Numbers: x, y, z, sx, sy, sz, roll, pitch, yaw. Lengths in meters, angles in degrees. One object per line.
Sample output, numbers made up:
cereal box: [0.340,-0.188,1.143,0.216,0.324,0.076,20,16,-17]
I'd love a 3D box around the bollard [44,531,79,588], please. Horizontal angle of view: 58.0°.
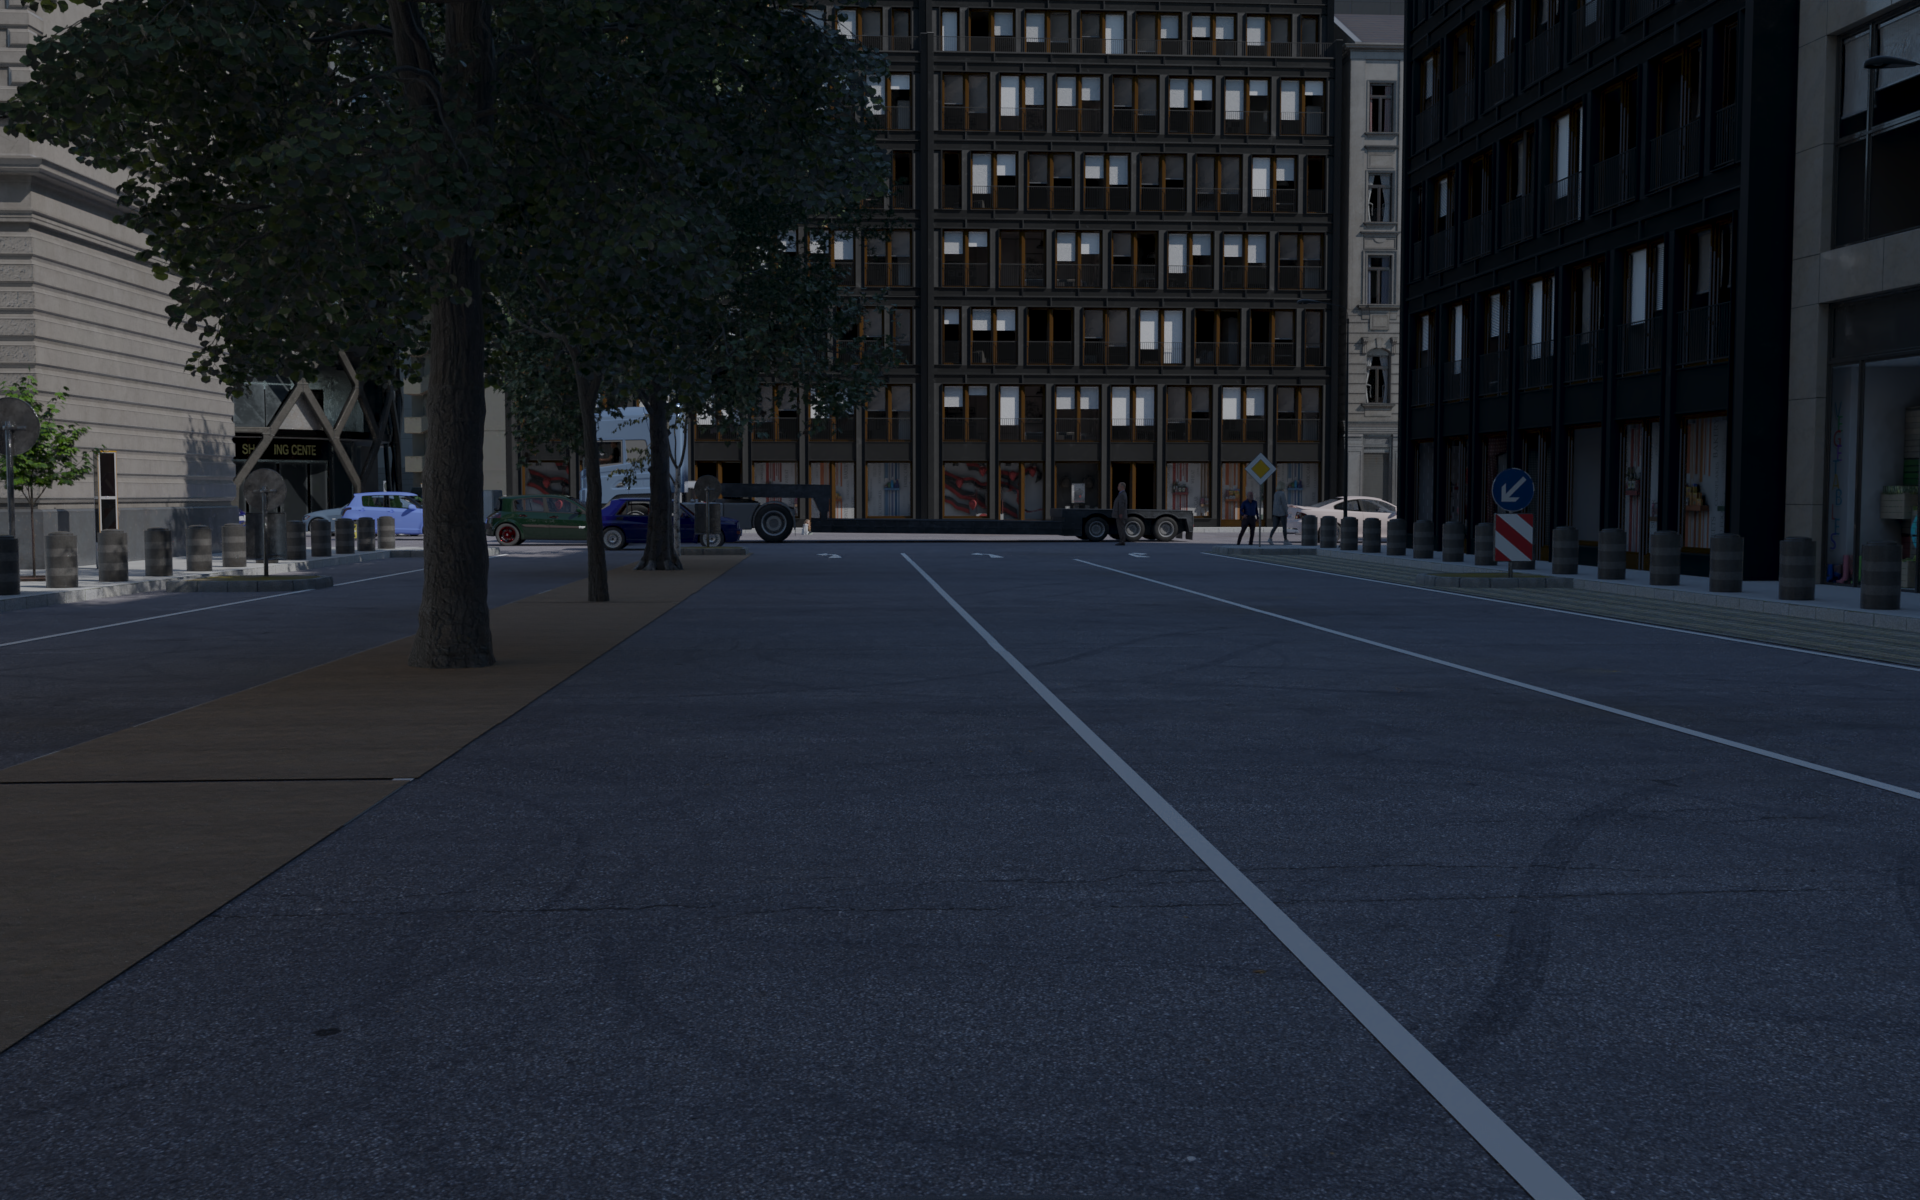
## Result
bollard: [-12.311,-0.551,23.731,0.404,0.777,0.398,0,3,0]

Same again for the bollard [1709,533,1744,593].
bollard: [10.049,-0.489,22.710,0.404,0.777,0.398,0,3,0]

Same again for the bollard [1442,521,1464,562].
bollard: [9.357,-1.109,32.845,0.404,0.777,0.398,0,3,0]

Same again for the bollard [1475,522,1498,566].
bollard: [9.472,-1.006,31.162,0.404,0.777,0.398,0,3,0]

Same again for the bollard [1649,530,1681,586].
bollard: [9.932,-0.592,24.392,0.404,0.777,0.398,0,3,0]

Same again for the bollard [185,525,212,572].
bollard: [-12.650,-0.861,28.787,0.404,0.777,0.398,0,3,0]

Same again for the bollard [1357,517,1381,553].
bollard: [9.013,-1.418,37.903,0.404,0.777,0.398,0,3,0]

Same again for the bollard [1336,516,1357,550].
bollard: [8.899,-1.521,39.585,0.404,0.777,0.398,0,3,0]

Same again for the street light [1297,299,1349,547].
street light: [8.721,-4.215,41.460,1.470,5.913,1.316,0,4,-4]

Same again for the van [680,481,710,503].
van: [-10.018,-2.978,55.696,4.112,2.044,2.013,0,4,-4]

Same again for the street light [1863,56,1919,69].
street light: [10.278,-2.815,18.569,1.470,5.913,1.316,0,4,-4]

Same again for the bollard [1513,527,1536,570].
bollard: [9.589,-0.902,29.472,0.404,0.777,0.398,0,3,0]

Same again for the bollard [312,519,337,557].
bollard: [-13.116,-1.274,35.554,0.404,0.777,0.398,0,3,0]

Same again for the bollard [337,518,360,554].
bollard: [-13.225,-1.377,37.236,0.404,0.777,0.398,0,3,0]

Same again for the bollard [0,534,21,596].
bollard: [-12.197,-0.448,22.049,0.404,0.777,0.398,0,3,0]

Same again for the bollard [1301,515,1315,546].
bollard: [8.673,-1.728,42.970,0.404,0.777,0.398,0,3,0]

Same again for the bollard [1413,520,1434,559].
bollard: [9.242,-1.212,34.526,0.404,0.777,0.398,0,3,0]

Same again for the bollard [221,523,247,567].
bollard: [-12.773,-0.964,30.474,0.404,0.777,0.398,0,3,0]

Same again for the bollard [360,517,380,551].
bollard: [-13.348,-1.480,38.917,0.404,0.777,0.398,0,3,0]

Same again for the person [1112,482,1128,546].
person: [4.453,-2.399,48.281,0.434,1.755,0.990,0,4,7]

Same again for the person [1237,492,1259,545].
person: [7.261,-1.995,43.816,0.574,1.496,0.600,1,4,14]

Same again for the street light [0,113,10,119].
street light: [-12.105,-2.960,20.933,1.470,5.913,1.316,0,4,-4]

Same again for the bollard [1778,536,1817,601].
bollard: [10.163,-0.385,21.018,0.404,0.777,0.398,0,3,0]

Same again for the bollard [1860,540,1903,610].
bollard: [10.279,-0.282,19.326,0.404,0.777,0.398,0,3,0]

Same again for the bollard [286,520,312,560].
bollard: [-13.000,-1.171,33.870,0.404,0.777,0.398,0,3,0]

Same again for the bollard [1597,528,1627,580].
bollard: [9.817,-0.695,26.076,0.404,0.777,0.398,0,3,0]

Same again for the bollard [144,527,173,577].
bollard: [-12.540,-0.757,27.099,0.404,0.777,0.398,0,3,0]

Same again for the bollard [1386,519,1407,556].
bollard: [9.129,-1.315,36.221,0.404,0.777,0.398,0,3,0]

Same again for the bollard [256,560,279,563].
bollard: [-12.884,-1.068,32.182,0.404,0.777,0.398,0,3,0]

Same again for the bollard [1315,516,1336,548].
bollard: [8.785,-1.625,41.278,0.404,0.777,0.398,0,3,0]

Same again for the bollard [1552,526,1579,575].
bollard: [9.702,-0.798,27.759,0.404,0.777,0.398,0,3,0]

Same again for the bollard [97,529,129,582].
bollard: [-12.426,-0.654,25.412,0.404,0.777,0.398,0,3,0]

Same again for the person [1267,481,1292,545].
person: [9.019,-2.468,49.037,0.728,1.800,0.709,-1,4,-17]

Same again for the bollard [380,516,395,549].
bollard: [-13.455,-1.584,40.607,0.404,0.777,0.398,0,3,0]

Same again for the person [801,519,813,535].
person: [-5.366,-2.556,60.768,0.381,0.543,0.357,3,4,37]
